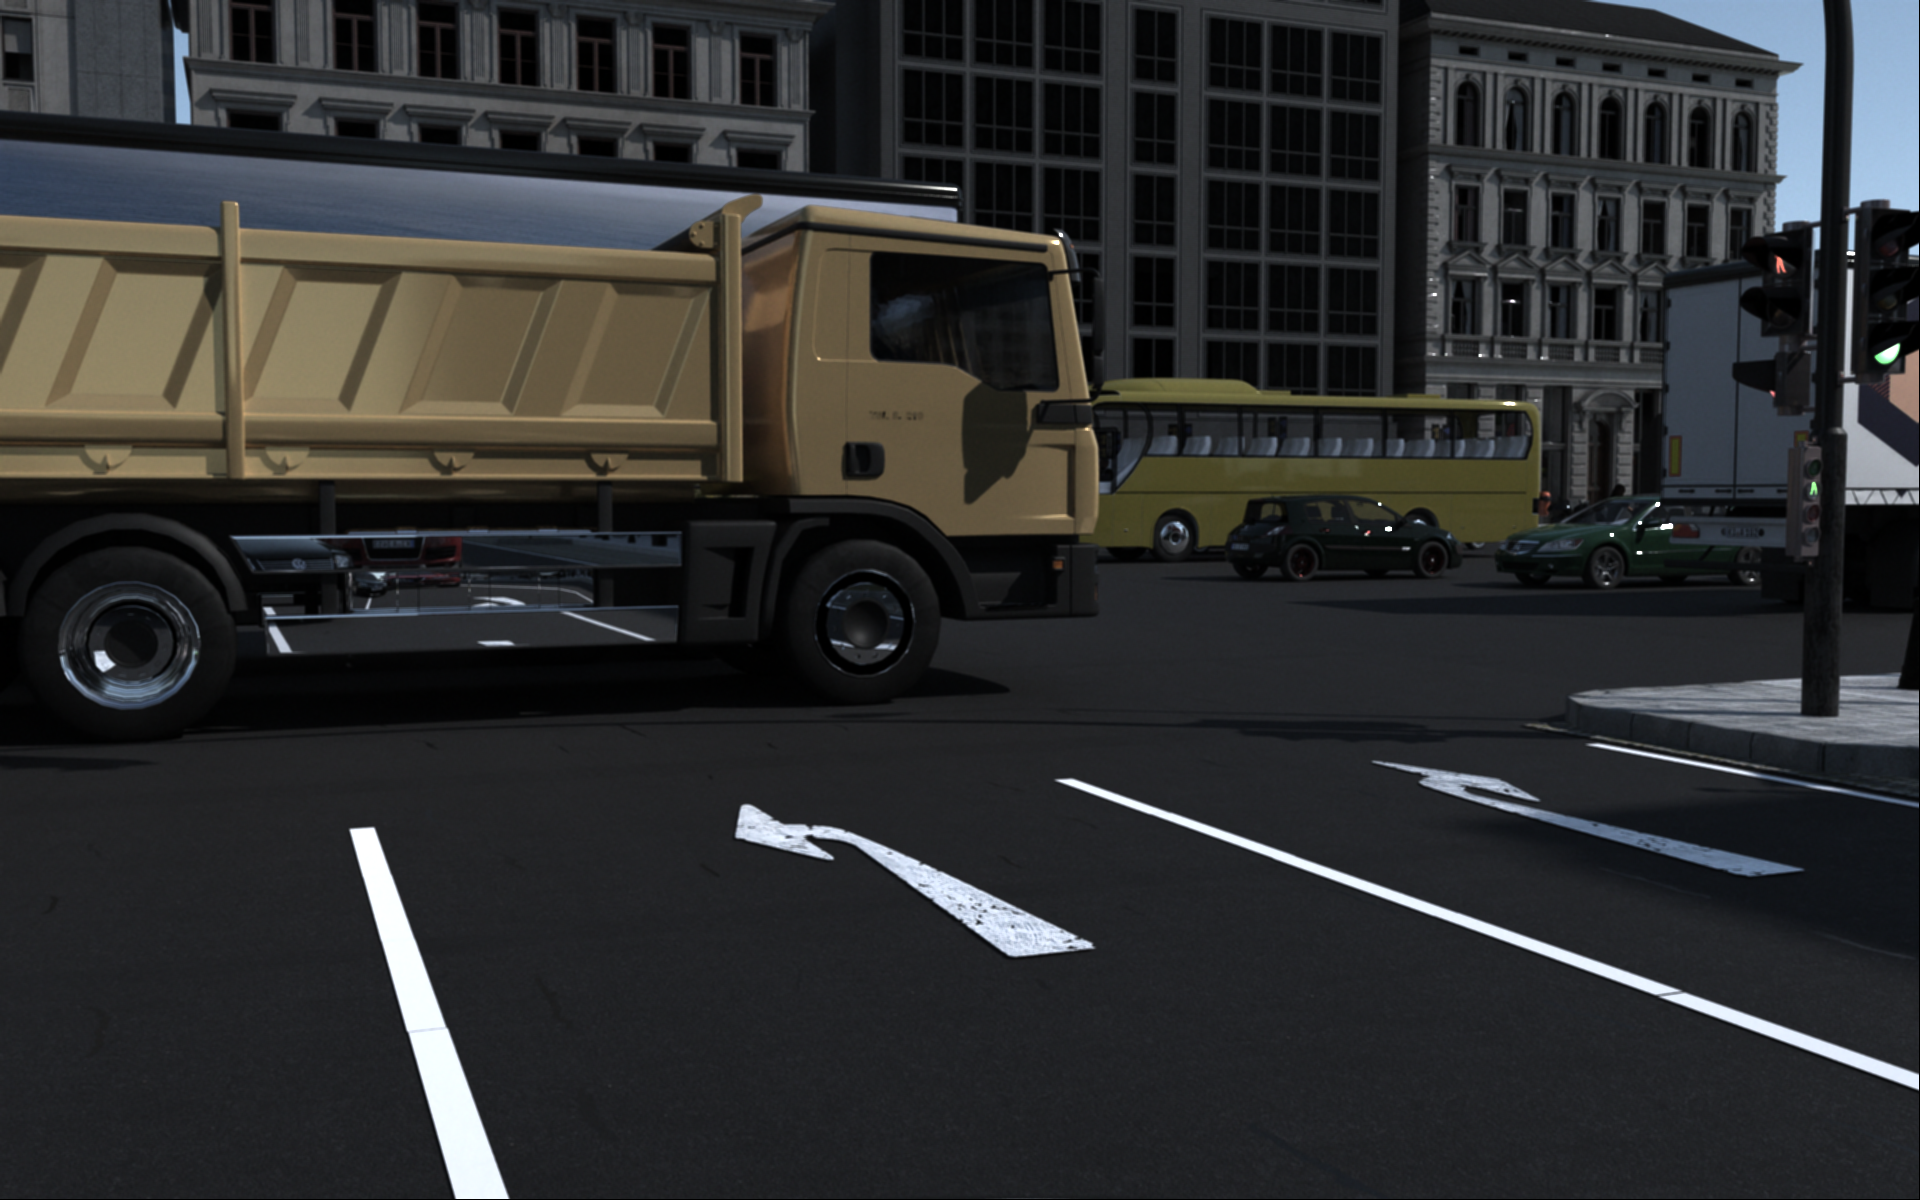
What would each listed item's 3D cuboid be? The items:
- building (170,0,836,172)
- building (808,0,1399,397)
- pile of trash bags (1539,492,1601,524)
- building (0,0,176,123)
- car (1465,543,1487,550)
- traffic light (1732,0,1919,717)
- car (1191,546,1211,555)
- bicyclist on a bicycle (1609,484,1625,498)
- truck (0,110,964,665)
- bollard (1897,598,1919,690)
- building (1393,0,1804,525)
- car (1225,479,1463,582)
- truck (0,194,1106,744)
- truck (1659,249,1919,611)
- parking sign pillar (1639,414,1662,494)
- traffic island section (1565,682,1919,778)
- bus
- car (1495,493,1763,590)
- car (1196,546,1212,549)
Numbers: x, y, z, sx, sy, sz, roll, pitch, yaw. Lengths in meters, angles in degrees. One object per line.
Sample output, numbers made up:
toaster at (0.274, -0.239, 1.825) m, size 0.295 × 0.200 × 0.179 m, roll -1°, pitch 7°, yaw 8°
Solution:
building at (-16.252, -13.770, 61.294) m, size 21.152 × 22.565 × 11.583 m, roll -1°, pitch 4°, yaw -22°
building at (4.582, -16.953, 70.682) m, size 24.014 × 27.812 × 14.314 m, roll -1°, pitch 4°, yaw -22°
pile of trash bags at (22.312, -3.288, 63.509) m, size 1.912 × 1.369 × 3.447 m, roll -1°, pitch 4°, yaw -21°
building at (-35.052, -14.368, 52.937) m, size 19.932 × 24.808 × 12.078 m, roll -1°, pitch 4°, yaw -22°
car at (11.825, -1.972, 44.825) m, size 3.894 × 1.354 × 1.945 m, roll -1°, pitch 4°, yaw -21°
traffic light at (3.054, -2.102, 9.034) m, size 4.771 × 5.953 × 1.251 m, roll -1°, pitch 4°, yaw -22°
car at (6.661, -2.039, 42.385) m, size 4.494 × 1.783 × 2.155 m, roll -2°, pitch 4°, yaw -24°
bicyclist on a bicycle at (12.045, -1.320, 31.599) m, size 1.625 × 1.676 × 1.499 m, roll -1°, pitch 4°, yaw -22°
truck at (-5.605, -1.571, 14.592) m, size 11.283 × 4.237 × 2.839 m, roll -2°, pitch 4°, yaw -23°
bollard at (6.303, 0.284, 11.399) m, size 0.229 × 0.601 × 0.229 m, roll 0°, pitch 3°, yaw 0°
building at (25.597, -15.216, 77.655) m, size 19.941 × 23.489 × 11.050 m, roll -1°, pitch 4°, yaw -22°
car at (6.525, -1.204, 29.465) m, size 4.222 × 1.686 × 2.009 m, roll -1°, pitch 4°, yaw -23°
truck at (-3.060, -0.977, 11.905) m, size 9.791 × 3.379 × 3.469 m, roll -1°, pitch 4°, yaw -23°
truck at (14.499, -2.090, 23.078) m, size 11.283 × 4.237 × 2.839 m, roll -1°, pitch 4°, yaw -23°
parking sign pillar at (23.495, -4.292, 58.646) m, size 1.447 × 3.967 × 1.447 m, roll 0°, pitch 4°, yaw -2°
traffic island section at (5.000, 0.746, 10.084) m, size 2.009 × 0.180 × 2.903 m, roll -1°, pitch 4°, yaw -22°
bus at (7.059, -2.857, 38.264) m, size 12.252 × 3.916 × 2.896 m, roll -1°, pitch 4°, yaw -21°
car at (10.754, -0.949, 27.318) m, size 4.920 × 1.459 × 2.131 m, roll -1°, pitch 4°, yaw -21°
car at (7.251, -2.281, 46.332) m, size 4.494 × 1.783 × 2.155 m, roll -1°, pitch 4°, yaw -22°
